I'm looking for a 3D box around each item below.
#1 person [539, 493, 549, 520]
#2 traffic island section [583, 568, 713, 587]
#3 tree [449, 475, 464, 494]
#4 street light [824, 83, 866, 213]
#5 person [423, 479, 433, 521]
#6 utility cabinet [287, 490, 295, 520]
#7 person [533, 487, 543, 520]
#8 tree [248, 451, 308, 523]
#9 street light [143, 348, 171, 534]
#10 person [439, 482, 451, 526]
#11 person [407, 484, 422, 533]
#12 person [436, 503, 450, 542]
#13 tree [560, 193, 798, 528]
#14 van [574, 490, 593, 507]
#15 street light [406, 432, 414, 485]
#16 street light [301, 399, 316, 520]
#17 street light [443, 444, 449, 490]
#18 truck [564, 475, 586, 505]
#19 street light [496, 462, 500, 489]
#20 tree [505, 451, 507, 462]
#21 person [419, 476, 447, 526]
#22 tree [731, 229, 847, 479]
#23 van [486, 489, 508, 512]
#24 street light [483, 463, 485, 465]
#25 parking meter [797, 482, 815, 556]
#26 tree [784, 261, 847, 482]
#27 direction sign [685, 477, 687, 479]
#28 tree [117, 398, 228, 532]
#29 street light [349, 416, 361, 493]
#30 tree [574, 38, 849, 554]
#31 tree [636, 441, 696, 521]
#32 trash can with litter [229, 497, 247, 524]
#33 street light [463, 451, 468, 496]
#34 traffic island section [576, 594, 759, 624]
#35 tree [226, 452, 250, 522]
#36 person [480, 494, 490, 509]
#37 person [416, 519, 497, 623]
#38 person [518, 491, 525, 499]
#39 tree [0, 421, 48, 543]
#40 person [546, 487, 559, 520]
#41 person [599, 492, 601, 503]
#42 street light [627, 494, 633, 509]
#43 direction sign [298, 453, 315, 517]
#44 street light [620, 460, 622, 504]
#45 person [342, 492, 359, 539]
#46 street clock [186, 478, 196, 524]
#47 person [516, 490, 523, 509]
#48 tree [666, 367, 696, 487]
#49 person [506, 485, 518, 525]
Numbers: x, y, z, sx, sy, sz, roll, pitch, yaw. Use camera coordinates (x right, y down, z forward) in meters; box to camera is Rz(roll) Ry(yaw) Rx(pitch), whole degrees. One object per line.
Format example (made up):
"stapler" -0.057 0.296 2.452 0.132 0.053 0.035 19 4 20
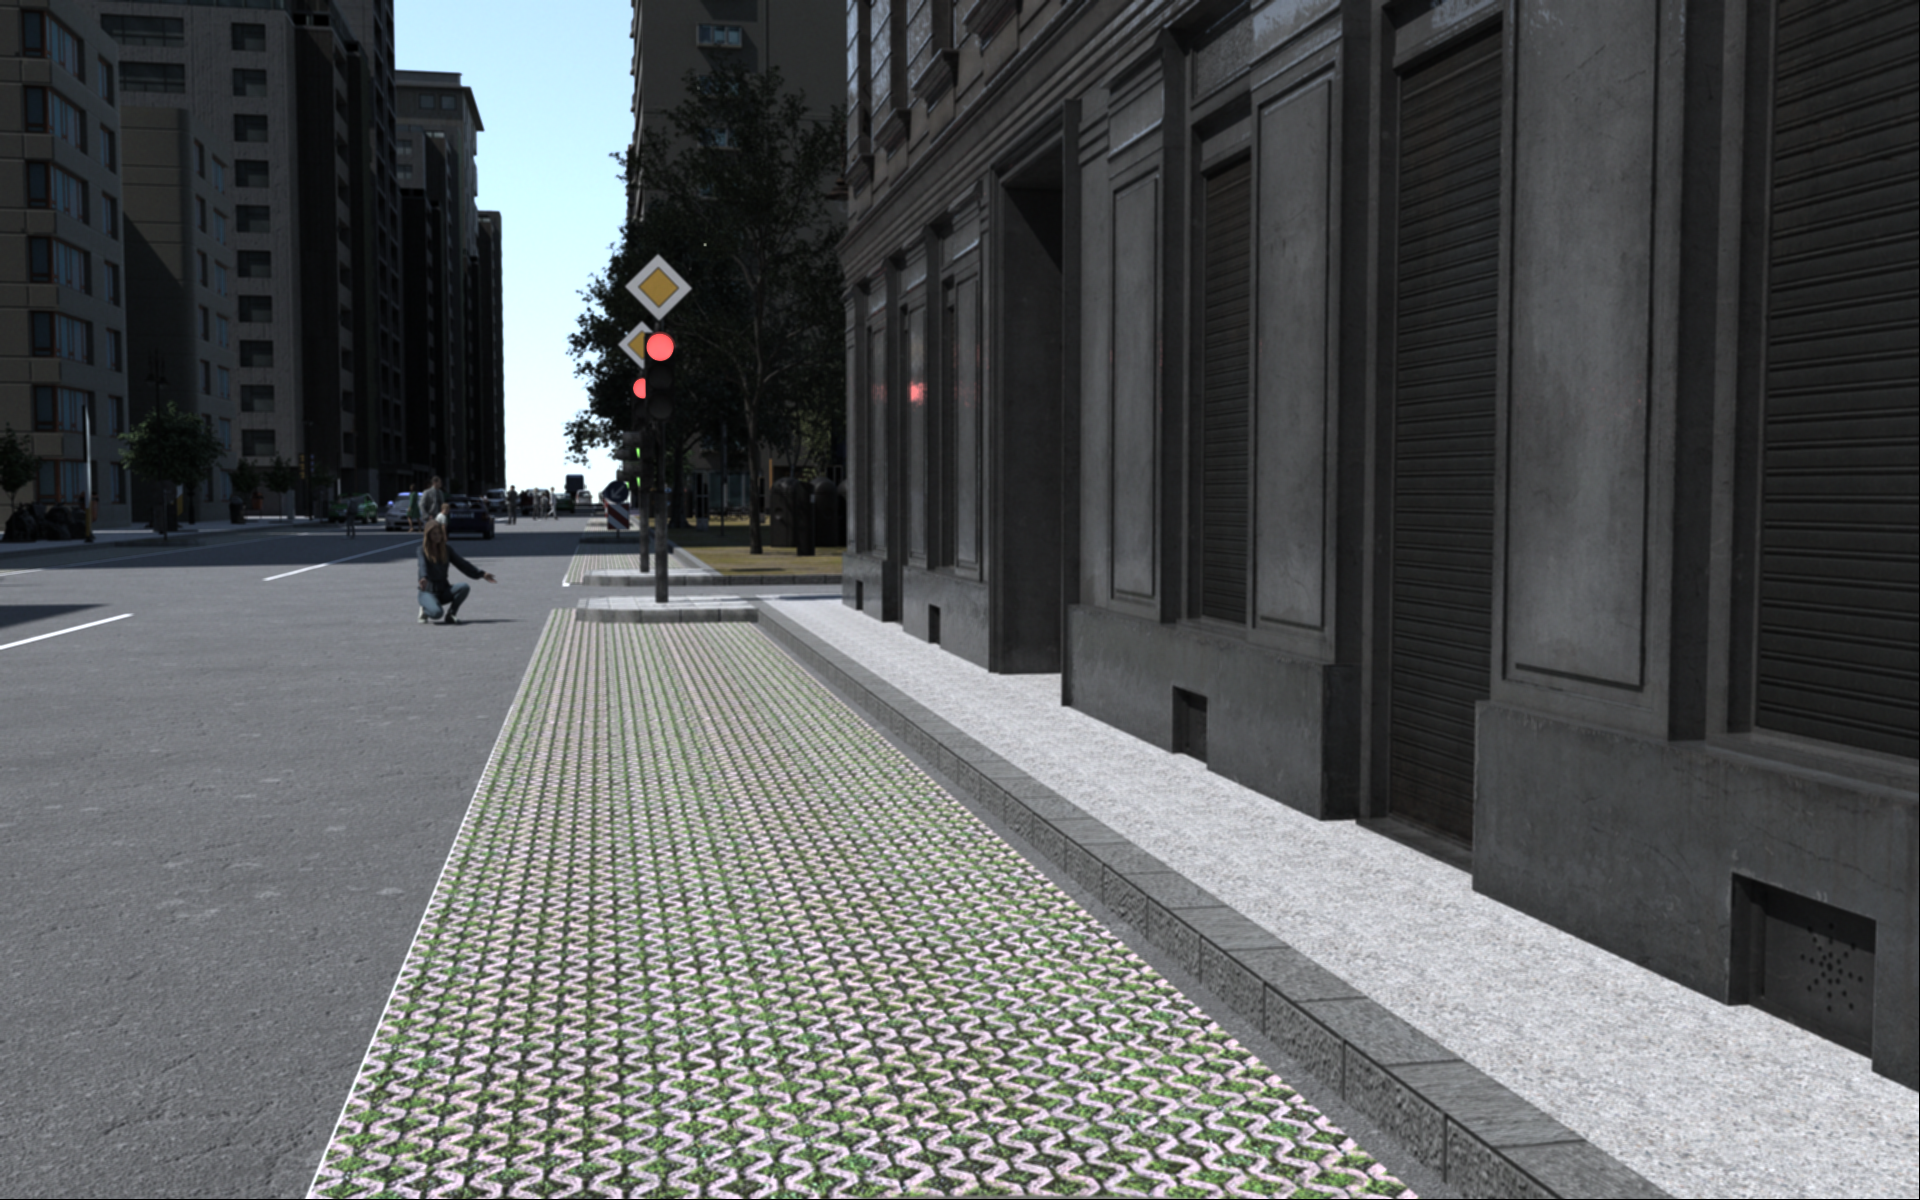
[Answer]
"person" -22.673 -5.088 94.282 0.523 1.515 0.503 2 4 24
"traffic island section" -5.129 -0.369 28.309 2.009 0.180 2.903 -1 4 -12
"tree" -50.702 -11.004 174.509 1.663 3.219 1.824 0 3 0
"street light" -1.239 -2.890 20.040 0.468 5.910 1.993 -1 4 -12
"person" -12.443 -1.973 41.039 0.573 1.790 0.520 -2 4 -30
"utility cabinet" -33.378 -4.756 86.437 0.318 1.500 1.173 -1 4 -17
"person" -23.450 -5.348 96.121 0.526 1.800 0.537 -1 4 -16
"tree" -30.451 -5.062 77.371 1.663 3.219 1.824 0 3 0
"street light" -25.367 -5.019 54.849 0.468 5.910 1.993 -1 4 -12
"person" -14.415 -2.401 47.996 0.600 1.795 0.529 -1 4 -16
"person" -20.302 -3.406 64.441 0.529 1.795 0.600 0 4 -2
"person" -10.338 -1.310 34.604 0.352 1.250 0.332 0 4 1
"tree" -10.586 -9.083 65.510 9.611 12.733 9.660 0 3 0
"van" -40.949 -11.096 188.425 2.013 2.044 4.112 -1 4 -13
"street light" -41.119 -9.602 129.776 0.468 5.910 1.993 -1 4 -12
"street light" -31.589 -6.808 84.100 0.468 5.910 1.993 -1 4 -12
"street light" -47.221 -11.394 159.085 0.468 5.910 1.993 -1 4 -12
"truck" -51.856 -14.842 232.420 2.967 4.110 18.799 -1 4 -11
"street light" -64.047 -16.365 240.349 0.468 5.910 1.993 -1 4 -12
"tree" -68.342 -18.568 253.952 4.360 8.622 3.978 0 3 0
"person" -11.094 -1.709 36.541 0.391 1.810 0.635 1 4 17
"tree" -4.589 -5.970 47.977 4.360 8.622 3.978 0 3 0
"van" -36.716 -7.944 136.891 2.013 2.044 4.112 -1 4 -11
"street light" -58.089 -14.573 211.056 0.468 5.910 1.993 -1 4 -12
"parking meter" -3.205 -1.686 35.982 0.372 1.533 0.369 0 3 0
"tree" -3.316 -6.292 53.242 4.737 8.622 4.395 0 3 0
"direction sign" -14.170 -5.815 87.071 0.876 3.537 0.379 -2 4 -24
"tree" -26.782 -4.613 59.138 4.285 4.588 4.351 0 3 0
"street light" -35.021 -7.807 100.427 0.468 5.910 1.993 -1 4 -12
"tree" -4.641 -6.250 36.594 7.601 10.594 8.767 -3 5 -40
"tree" -14.261 -6.016 82.076 4.285 4.588 4.351 0 3 0
"trash can with litter" -30.933 -3.851 74.348 0.624 1.170 1.055 -3 5 -44
"street light" -51.951 -12.786 181.836 0.468 5.910 1.993 -1 4 -12
"traffic island section" -3.504 0.110 20.491 2.009 0.180 2.903 -1 4 -12
"tree" -33.130 -5.226 80.044 1.663 3.219 1.824 0 3 0
"person" -28.517 -5.638 103.874 0.628 1.438 0.799 0 4 0
"person" -5.645 -0.317 19.176 1.012 1.151 0.738 -3 5 -41
"person" -40.924 -9.387 162.705 1.217 1.736 0.721 0 4 -1
"tree" -25.253 -3.135 45.858 1.663 3.219 1.824 0 3 0
"person" -22.931 -5.438 97.296 0.818 1.842 0.514 -2 4 -29
"person" -49.634 -14.071 239.236 0.721 1.739 1.217 -2 4 -35
"street light" -27.962 -10.682 147.444 0.468 5.910 1.993 -1 4 -12
"direction sign" -35.990 -6.328 95.465 0.876 3.537 0.379 0 4 0
"street light" -38.745 -13.866 199.494 0.468 5.910 1.993 -1 4 -12
"person" -19.621 -2.730 55.738 0.523 1.515 0.503 -1 4 -16
"street clock" -32.643 -4.218 73.537 0.471 2.002 0.358 -3 5 -39
"person" -41.998 -9.639 166.174 1.350 1.814 0.705 -2 4 -25
"tree" -15.863 -8.752 93.465 4.360 8.622 3.978 0 3 0
"person" -21.143 -4.476 81.482 0.447 1.846 0.655 2 4 30
